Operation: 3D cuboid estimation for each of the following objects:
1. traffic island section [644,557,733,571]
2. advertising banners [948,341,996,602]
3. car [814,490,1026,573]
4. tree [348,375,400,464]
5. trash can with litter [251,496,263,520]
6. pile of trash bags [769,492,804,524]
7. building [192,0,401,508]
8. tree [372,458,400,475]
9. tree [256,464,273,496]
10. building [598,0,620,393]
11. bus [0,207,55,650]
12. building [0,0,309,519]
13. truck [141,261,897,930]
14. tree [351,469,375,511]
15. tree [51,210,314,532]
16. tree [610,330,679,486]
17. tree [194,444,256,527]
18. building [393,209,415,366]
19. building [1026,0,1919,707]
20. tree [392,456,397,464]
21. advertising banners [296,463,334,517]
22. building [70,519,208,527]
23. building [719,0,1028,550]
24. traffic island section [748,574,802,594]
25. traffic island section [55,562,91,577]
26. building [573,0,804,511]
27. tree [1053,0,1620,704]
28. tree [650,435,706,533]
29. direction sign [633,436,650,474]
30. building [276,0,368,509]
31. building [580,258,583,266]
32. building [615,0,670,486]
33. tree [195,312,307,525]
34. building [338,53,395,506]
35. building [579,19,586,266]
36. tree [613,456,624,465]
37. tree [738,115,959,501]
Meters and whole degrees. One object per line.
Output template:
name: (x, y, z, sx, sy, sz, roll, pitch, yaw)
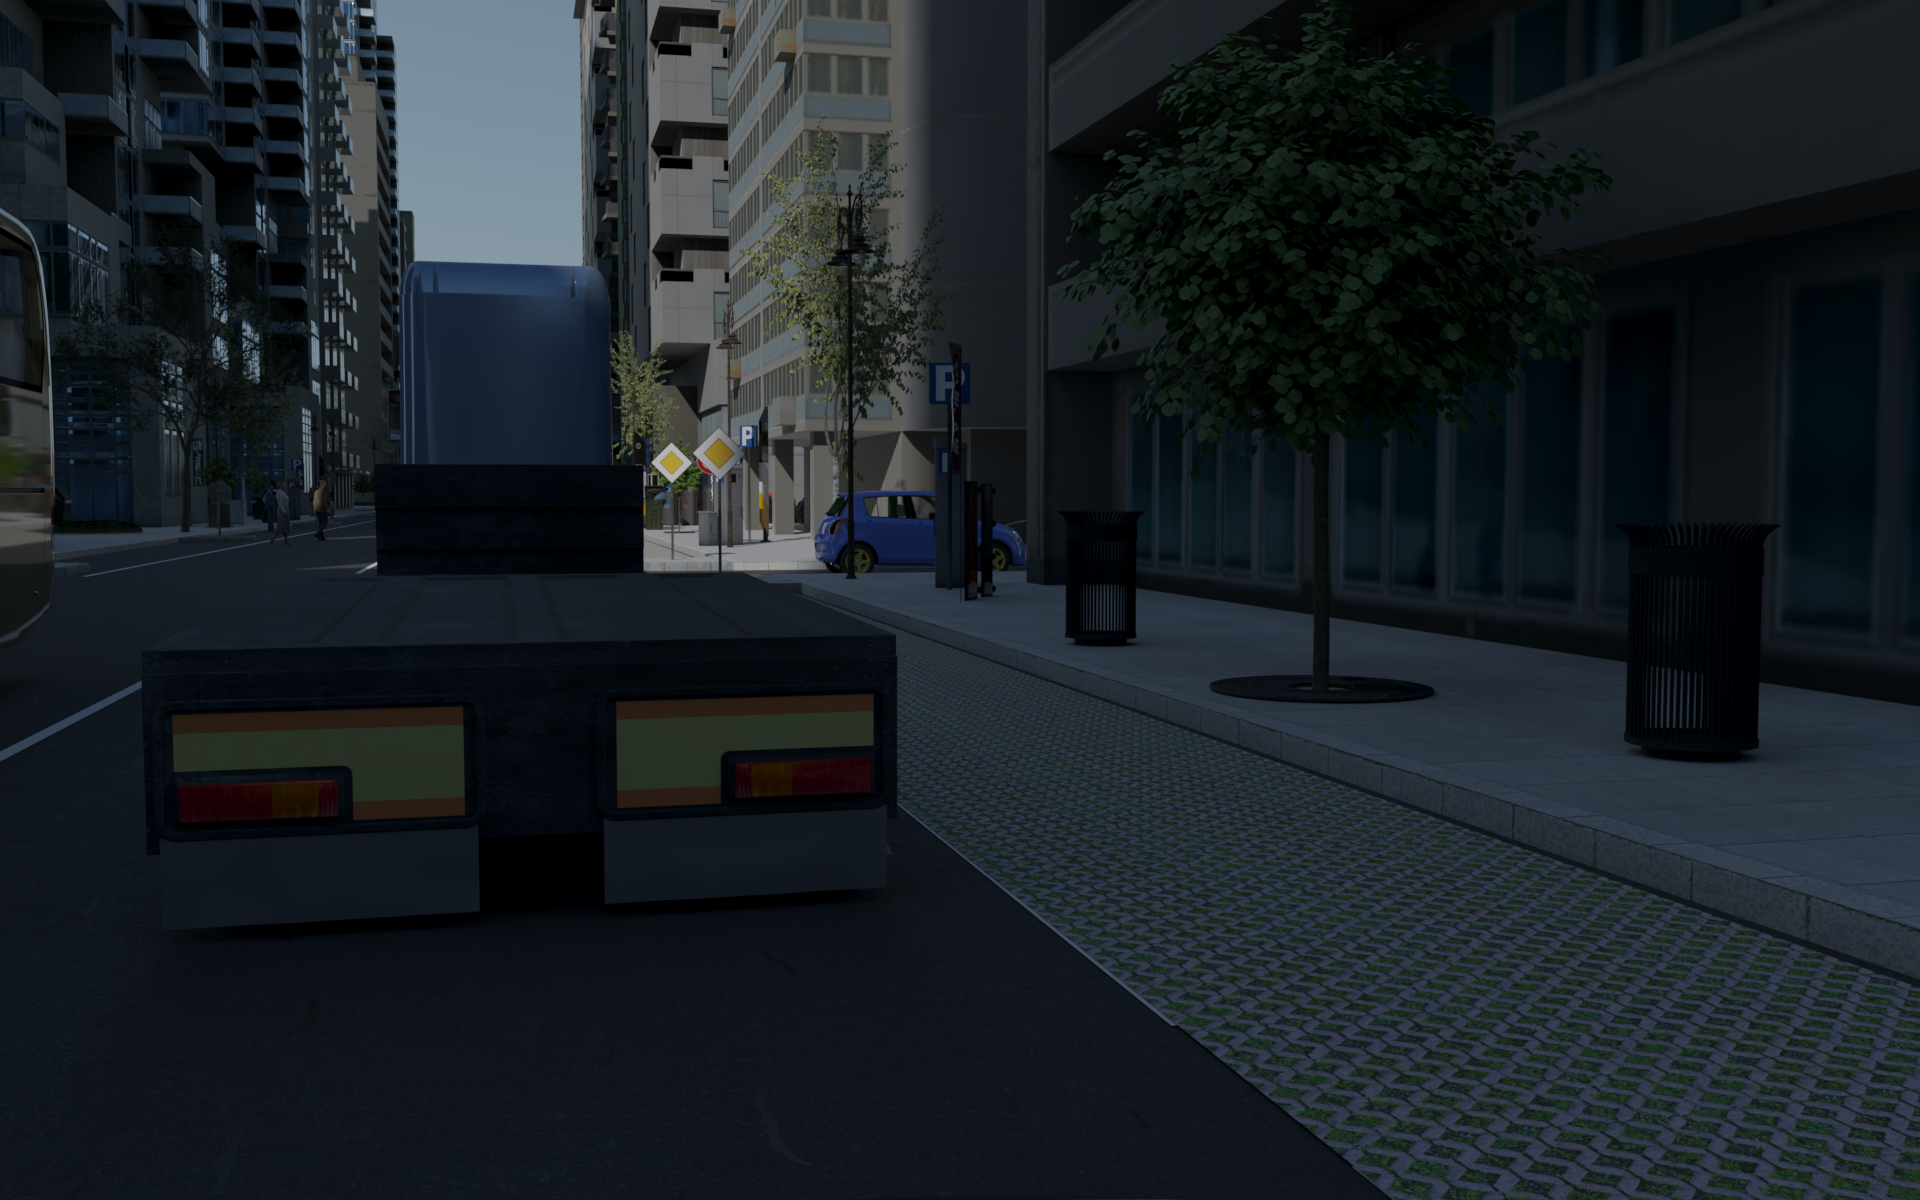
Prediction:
traffic island section: (-5.579, -0.702, 33.757, 2.009, 0.180, 2.903, -1, 4, -14)
advertising banners: (0.144, -1.513, 20.928, 0.090, 3.025, 2.074, 1, 4, 16)
car: (-0.688, -1.266, 30.296, 3.694, 1.707, 1.945, -1, 4, -15)
tree: (-57.541, -16.357, 177.802, 12.009, 13.543, 11.850, 0, 3, 0)
trash can with litter: (-35.366, -4.626, 87.016, 0.624, 1.170, 1.055, -2, 4, -29)
pile of trash bags: (-7.772, -4.371, 81.225, 1.912, 1.369, 3.447, -3, 5, -43)
building: (-80.903, -55.341, 217.488, 22.319, 86.520, 31.000, -1, 4, -14)
tree: (-51.905, -10.643, 157.719, 4.285, 4.588, 4.351, 0, 3, 0)
tree: (-40.024, -6.335, 98.178, 1.663, 3.219, 1.824, 0, 3, 0)
building: (-17.550, -29.717, 140.502, 22.147, 44.769, 28.867, -1, 4, -14)
bus: (-6.648, -0.972, 7.447, 2.896, 3.916, 12.252, -1, 4, -16)
building: (-53.914, -48.949, 112.993, 22.319, 86.520, 31.000, -1, 4, -14)
truck: (-3.797, -1.524, 14.670, 2.967, 4.110, 18.799, -1, 4, -15)
tree: (-45.228, -8.375, 131.525, 1.663, 3.219, 1.824, 0, 3, 0)
tree: (-25.977, -7.537, 57.635, 8.767, 10.594, 7.601, -1, 4, -21)
tree: (-14.371, -7.763, 77.295, 4.737, 8.622, 4.395, 0, 3, 0)
tree: (-28.481, -4.419, 66.849, 1.663, 3.219, 1.824, 0, 3, 0)
building: (-83.424, -34.122, 241.485, 14.154, 41.232, 14.086, -1, 4, -14)
building: (13.898, -24.003, 16.155, 21.300, 48.544, 21.600, -1, 4, -14)
tree: (-61.060, -14.805, 192.423, 4.737, 8.622, 4.395, 0, 3, 0)
advertising banners: (-36.852, -6.280, 98.857, 2.074, 3.025, 0.090, -1, 4, -14)
building: (-45.446, -46.707, 76.334, 22.319, 86.520, 31.000, -1, 4, -14)
building: (5.402, -22.190, 54.686, 23.993, 40.220, 32.217, -1, 4, -14)
traffic island section: (-3.582, -0.229, 26.025, 2.009, 0.180, 2.903, -1, 4, -14)
traffic island section: (-16.804, -0.526, 30.874, 2.009, 0.180, 2.903, -1, 4, -14)
building: (-22.100, -35.410, 168.195, 28.713, 52.752, 27.495, -1, 4, -14)
tree: (2.306, -1.683, 11.226, 4.285, 4.588, 4.351, 0, 3, 0)
tree: (-9.088, -3.802, 56.761, 1.663, 3.219, 1.824, 0, 3, 0)
direction sign: (-12.471, -4.640, 67.854, 0.379, 3.537, 0.876, 3, 4, 37)
building: (-62.792, -32.079, 144.101, 23.786, 49.044, 30.456, -1, 4, -14)
building: (-42.278, -34.339, 253.321, 32.217, 40.220, 23.993, -1, 4, -14)
building: (-16.432, -26.616, 118.761, 14.154, 41.232, 14.086, -1, 4, -14)
tree: (-29.199, -7.377, 70.975, 4.737, 8.622, 4.395, 0, 3, 0)
building: (-75.164, -34.820, 193.015, 21.300, 48.544, 21.600, -1, 4, -14)
building: (-41.254, -48.333, 228.500, 20.563, 71.187, 20.611, -1, 4, -14)
tree: (-17.175, -5.636, 86.748, 1.663, 3.219, 1.824, 0, 3, 0)
tree: (-2.269, -5.160, 34.736, 4.737, 8.622, 4.395, 0, 3, 0)
